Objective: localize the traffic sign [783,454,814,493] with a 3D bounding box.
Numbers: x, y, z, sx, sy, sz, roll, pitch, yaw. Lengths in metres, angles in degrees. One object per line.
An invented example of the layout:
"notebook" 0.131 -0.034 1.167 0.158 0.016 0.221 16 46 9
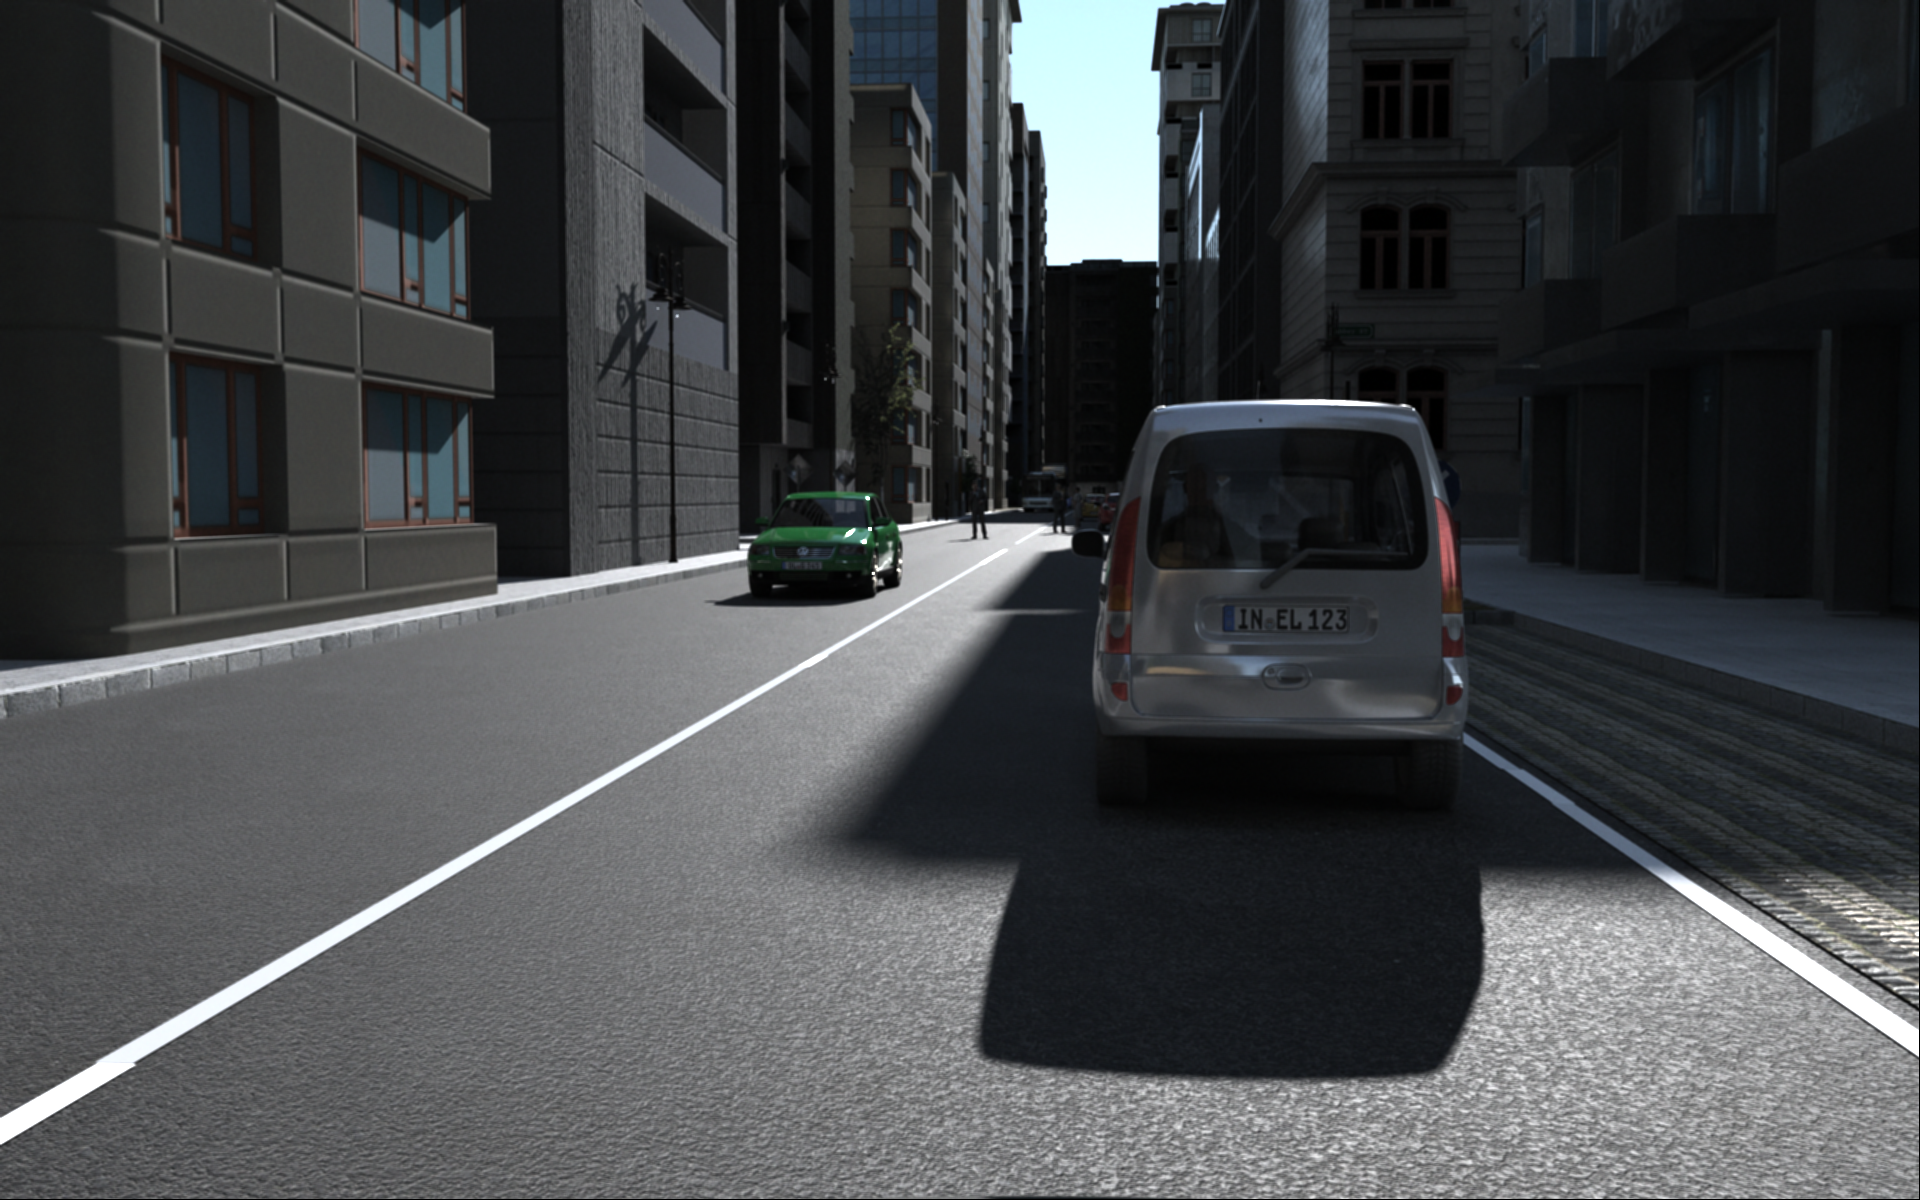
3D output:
"traffic sign" -4.045 -2.429 43.355 0.795 2.450 0.064 0 4 5

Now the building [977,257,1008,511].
"building" -10.671 -18.162 141.989 27.650 21.520 28.899 0 4 5

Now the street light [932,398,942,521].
"street light" -1.132 -6.758 83.278 0.468 5.910 1.993 0 4 5

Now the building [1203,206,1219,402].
"building" 19.222 -14.766 96.176 10.420 20.320 16.860 0 4 5

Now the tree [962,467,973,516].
"tree" -0.053 -6.677 103.765 1.663 3.219 1.824 0 3 0

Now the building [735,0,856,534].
"building" -11.528 -17.543 58.535 14.160 30.474 14.107 0 4 5

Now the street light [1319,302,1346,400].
"street light" 8.977 -4.225 41.867 0.468 5.910 1.993 0 4 5

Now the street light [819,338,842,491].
"street light" -3.836 -4.816 51.522 0.468 5.910 1.993 0 4 5

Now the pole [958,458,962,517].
"pole" 0.005 -6.305 96.937 0.158 3.312 0.155 0 3 0

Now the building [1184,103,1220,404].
"building" 21.402 -18.138 114.576 12.078 24.808 19.932 0 4 5

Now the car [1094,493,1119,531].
"car" 6.377 -3.629 68.375 2.155 1.783 4.494 0 4 3

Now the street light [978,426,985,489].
"street light" 1.460 -8.731 115.542 0.468 5.910 1.993 0 4 5

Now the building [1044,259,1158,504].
"building" 17.509 -27.173 215.987 14.107 30.474 14.160 0 4 5

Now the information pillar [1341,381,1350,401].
"information pillar" 7.998 -2.732 36.022 0.183 3.616 0.504 0 4 -1

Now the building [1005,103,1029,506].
"building" 0.303 -33.347 195.337 14.200 45.320 14.600 0 4 5

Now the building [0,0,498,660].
"building" -20.895 -9.987 8.331 27.650 21.520 28.899 0 4 5

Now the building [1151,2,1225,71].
"building" 35.069 -36.444 185.096 28.713 52.752 27.495 0 4 5

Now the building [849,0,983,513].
"building" -5.849 -28.541 116.757 14.600 45.320 14.200 0 4 5

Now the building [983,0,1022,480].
"building" -8.858 -35.467 169.126 28.713 52.752 27.495 0 4 5

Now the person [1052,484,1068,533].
"person" 3.690 -3.357 63.558 0.590 1.801 0.661 3 5 45

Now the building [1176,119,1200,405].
"building" 24.070 -22.301 136.326 14.160 30.474 14.107 0 4 5

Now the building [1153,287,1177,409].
"building" 31.883 -19.130 157.820 27.650 21.520 28.899 0 4 5

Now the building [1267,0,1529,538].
"building" 22.092 -16.371 55.064 23.554 28.519 14.401 0 4 5

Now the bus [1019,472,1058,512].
"bus" 6.499 -8.878 140.021 2.948 3.499 13.247 0 4 4

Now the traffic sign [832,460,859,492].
"traffic sign" -3.391 -2.916 51.314 0.795 2.450 0.064 0 4 5

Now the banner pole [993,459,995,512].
"banner pole" 2.416 -8.096 122.389 0.401 3.779 0.863 0 4 -1

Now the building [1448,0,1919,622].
"building" 20.011 -24.540 20.833 23.786 49.044 30.456 0 4 5

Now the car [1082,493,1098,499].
"car" 11.139 -8.236 143.699 2.155 1.783 4.494 0 4 4

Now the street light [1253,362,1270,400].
"street light" 10.528 -5.375 60.672 0.468 5.910 1.993 0 4 5

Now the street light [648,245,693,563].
"street light" -5.384 -3.644 32.364 0.468 5.910 1.993 0 4 5

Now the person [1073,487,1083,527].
"person" 5.057 -4.042 75.157 0.524 1.755 0.480 3 5 44

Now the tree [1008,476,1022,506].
"tree" 6.296 -11.799 187.517 1.663 3.219 1.824 0 3 0

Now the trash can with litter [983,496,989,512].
"trash can with litter" 1.777 -6.962 125.212 0.624 1.170 1.055 0 4 6

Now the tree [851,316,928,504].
"tree" -3.442 -7.383 71.070 4.360 8.622 3.978 0 3 0

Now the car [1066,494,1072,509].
"car" 10.218 -9.963 172.490 1.945 1.707 3.694 0 4 6

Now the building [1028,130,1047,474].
"building" 0.072 -36.546 221.229 21.600 48.544 21.300 0 4 5

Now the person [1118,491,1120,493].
"person" 14.485 -9.034 156.940 1.217 1.736 0.721 -2 4 -32

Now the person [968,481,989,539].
"person" 0.596 -2.868 55.199 0.655 1.846 0.447 0 4 3

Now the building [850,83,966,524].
"building" -14.626 -14.897 88.608 27.650 21.520 28.899 0 4 5

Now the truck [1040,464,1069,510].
"truck" 8.796 -10.589 162.050 2.839 4.237 11.283 0 4 4

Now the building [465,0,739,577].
"building" -19.379 -30.130 34.622 28.212 58.520 21.231 0 4 5

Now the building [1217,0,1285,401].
"building" 18.979 -17.211 74.902 14.314 27.812 24.014 0 4 5

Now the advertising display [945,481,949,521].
"advertising display" -0.640 -4.788 83.490 0.123 1.923 0.974 0 4 -4

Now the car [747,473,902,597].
"car" -1.923 -1.022 25.500 1.959 1.807 4.718 0 4 5

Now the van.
"van" 1.583 -0.140 9.294 2.013 2.044 4.112 0 4 6

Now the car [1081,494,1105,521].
"car" 7.247 -5.058 92.917 2.015 1.641 3.980 0 4 4

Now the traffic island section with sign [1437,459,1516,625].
"traffic island section with sign" 5.135 -0.685 19.836 1.989 1.847 2.006 0 4 5

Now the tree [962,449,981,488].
"tree" -0.276 -7.591 107.820 4.285 4.588 4.351 0 3 0
